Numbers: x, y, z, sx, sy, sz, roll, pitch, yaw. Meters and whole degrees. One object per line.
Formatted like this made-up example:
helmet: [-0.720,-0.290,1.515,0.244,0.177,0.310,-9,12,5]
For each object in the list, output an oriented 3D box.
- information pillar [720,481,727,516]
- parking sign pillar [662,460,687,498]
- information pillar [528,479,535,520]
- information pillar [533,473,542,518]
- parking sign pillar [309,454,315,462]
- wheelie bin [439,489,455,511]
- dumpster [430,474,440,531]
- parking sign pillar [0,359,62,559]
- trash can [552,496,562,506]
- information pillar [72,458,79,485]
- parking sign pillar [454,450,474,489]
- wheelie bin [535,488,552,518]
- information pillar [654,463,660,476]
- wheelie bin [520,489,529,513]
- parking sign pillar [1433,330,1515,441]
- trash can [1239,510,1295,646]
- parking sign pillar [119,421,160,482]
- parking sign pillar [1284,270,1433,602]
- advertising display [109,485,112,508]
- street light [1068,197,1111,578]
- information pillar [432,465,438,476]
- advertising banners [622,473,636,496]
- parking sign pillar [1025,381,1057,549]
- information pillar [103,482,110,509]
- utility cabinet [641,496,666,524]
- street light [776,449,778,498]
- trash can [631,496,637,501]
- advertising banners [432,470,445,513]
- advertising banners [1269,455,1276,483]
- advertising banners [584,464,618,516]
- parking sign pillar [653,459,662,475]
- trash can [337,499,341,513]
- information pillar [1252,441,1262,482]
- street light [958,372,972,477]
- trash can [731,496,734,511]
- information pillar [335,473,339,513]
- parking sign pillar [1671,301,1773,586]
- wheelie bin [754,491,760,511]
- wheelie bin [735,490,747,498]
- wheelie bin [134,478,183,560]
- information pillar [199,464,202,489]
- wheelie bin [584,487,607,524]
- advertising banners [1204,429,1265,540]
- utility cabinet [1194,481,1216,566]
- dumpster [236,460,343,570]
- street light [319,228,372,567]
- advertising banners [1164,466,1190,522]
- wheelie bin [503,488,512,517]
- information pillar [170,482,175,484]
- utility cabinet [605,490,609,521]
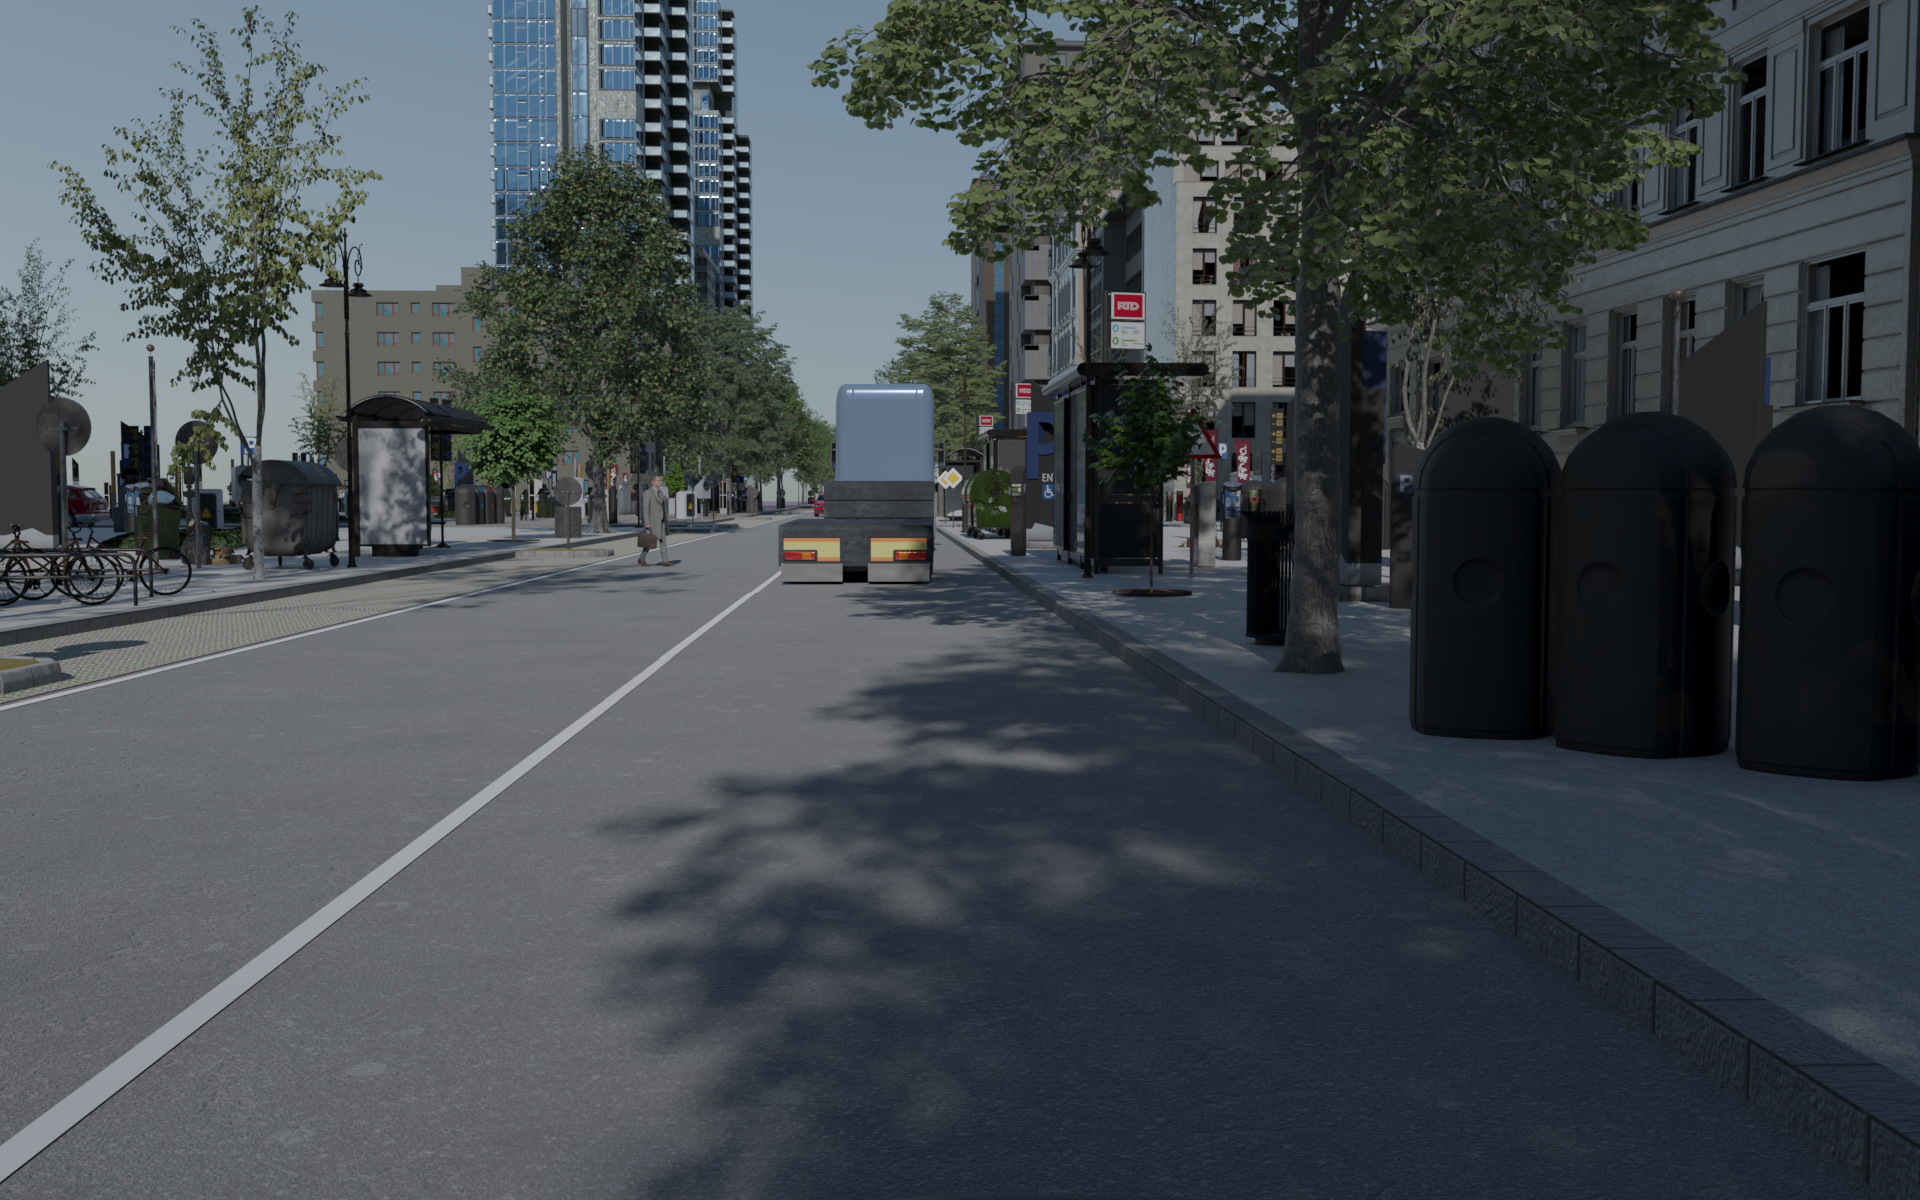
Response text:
information pillar: [-13.621,-5.820,99.645,0.304,2.012,0.304,-3,5,-45]
parking sign pillar: [-19.909,-8.176,122.151,1.447,3.967,1.447,1,4,11]
information pillar: [-21.148,-4.958,85.549,0.304,2.012,0.304,-1,4,-16]
information pillar: [-23.053,-6.306,94.452,0.504,3.616,0.183,-2,4,-31]
parking sign pillar: [-43.091,-7.788,115.809,1.447,3.967,1.447,0,4,-6]
wheelie bin: [-29.007,-5.568,98.943,0.980,1.594,0.693,-2,4,-34]
dumpster: [-13.826,-2.460,42.713,1.502,2.255,1.985,0,4,-2]
parking sign pillar: [-18.891,-2.830,34.742,1.447,3.967,1.447,-1,4,-13]
trash can: [-24.057,-5.603,103.257,0.748,1.137,0.748,0,3,0]
information pillar: [-56.923,-7.348,111.493,0.183,3.616,0.504,1,4,19]
parking sign pillar: [-30.293,-7.176,105.802,1.447,3.967,1.447,2,4,33]
wheelie bin: [-22.188,-5.175,92.516,0.693,1.594,0.980,2,4,32]
information pillar: [-22.871,-8.524,130.726,0.504,3.616,0.183,2,4,32]
wheelie bin: [-28.279,-6.422,112.905,0.693,1.594,0.980,0,4,4]
parking sign pillar: [8.260,-2.422,28.067,1.447,3.967,1.447,-1,4,-9]
trash can: [2.758,-0.193,14.817,0.748,1.137,0.748,0,3,0]
parking sign pillar: [-30.214,-4.609,63.832,1.447,3.967,1.447,-1,4,-10]
parking sign pillar: [4.800,-2.002,21.208,1.447,3.967,1.447,0,4,-3]
advertising display: [-59.482,-7.114,121.519,0.123,1.923,0.974,-1,4,-11]
street light: [1.948,-3.273,26.294,0.468,5.910,1.993,0,4,-3]
information pillar: [-42.578,-9.122,140.500,0.504,3.616,0.183,-2,4,-33]
advertising banners: [-26.518,-8.845,140.809,2.074,3.025,0.090,1,4,17]
parking sign pillar: [2.196,-3.205,40.878,1.447,3.967,1.447,2,4,32]
information pillar: [-51.377,-6.104,104.294,0.304,2.012,0.304,-1,4,-20]
utility cabinet: [-12.940,-3.793,73.185,1.020,1.237,0.306,0,4,-4]
street light: [-15.827,-10.848,150.154,0.468,5.910,1.993,0,4,-3]
trash can: [-22.783,-6.666,120.642,0.748,1.137,0.748,0,3,0]
advertising banners: [-37.924,-8.029,127.462,2.074,3.025,0.090,1,4,17]
advertising banners: [9.830,-3.635,55.622,2.074,3.025,0.090,1,4,17]
advertising banners: [-21.224,-6.496,102.392,2.074,3.025,0.090,0,4,2]
parking sign pillar: [-23.082,-8.831,132.865,1.447,3.967,1.447,1,4,11]
trash can: [-48.136,-7.403,132.687,0.748,1.137,0.748,0,3,0]
information pillar: [13.105,-5.198,76.343,0.504,3.616,0.183,3,5,44]
street light: [0.189,-5.669,65.474,0.468,5.910,1.993,0,4,-3]
trash can: [-15.031,-6.161,112.388,0.748,1.137,0.748,0,3,0]
information pillar: [-21.562,-3.363,59.482,0.304,2.012,0.304,1,4,18]
parking sign pillar: [10.914,-2.225,24.851,1.447,3.967,1.447,-3,5,-40]
wheelie bin: [-15.504,-7.609,132.319,0.693,1.594,0.980,0,4,5]
wheelie bin: [-17.953,-8.200,141.982,0.980,1.594,0.693,0,4,-8]
wheelie bin: [-15.667,-1.589,33.884,0.980,1.594,0.693,2,4,33]
information pillar: [-48.374,-7.270,110.221,0.183,3.616,0.504,0,4,7]
wheelie bin: [-15.792,-4.115,75.192,0.980,1.594,0.693,-2,4,-24]
advertising banners: [7.293,-3.066,46.318,0.090,3.025,2.074,-3,5,-44]
utility cabinet: [4.307,-1.350,30.757,0.318,1.500,1.173,0,4,1]
dumpster: [-11.549,-1.475,29.880,1.264,1.857,1.865,0,4,-3]
street light: [-10.671,-3.513,30.222,0.468,5.910,1.993,0,4,-3]
advertising banners: [10.186,-5.151,80.404,2.074,3.025,0.090,-3,5,-44]
wheelie bin: [-25.713,-5.480,97.504,0.693,1.594,0.980,3,5,43]
information pillar: [-49.794,-6.428,109.593,0.304,2.012,0.304,-1,4,-16]
utility cabinet: [-16.672,-4.462,81.633,0.318,1.500,1.173,0,4,-8]
